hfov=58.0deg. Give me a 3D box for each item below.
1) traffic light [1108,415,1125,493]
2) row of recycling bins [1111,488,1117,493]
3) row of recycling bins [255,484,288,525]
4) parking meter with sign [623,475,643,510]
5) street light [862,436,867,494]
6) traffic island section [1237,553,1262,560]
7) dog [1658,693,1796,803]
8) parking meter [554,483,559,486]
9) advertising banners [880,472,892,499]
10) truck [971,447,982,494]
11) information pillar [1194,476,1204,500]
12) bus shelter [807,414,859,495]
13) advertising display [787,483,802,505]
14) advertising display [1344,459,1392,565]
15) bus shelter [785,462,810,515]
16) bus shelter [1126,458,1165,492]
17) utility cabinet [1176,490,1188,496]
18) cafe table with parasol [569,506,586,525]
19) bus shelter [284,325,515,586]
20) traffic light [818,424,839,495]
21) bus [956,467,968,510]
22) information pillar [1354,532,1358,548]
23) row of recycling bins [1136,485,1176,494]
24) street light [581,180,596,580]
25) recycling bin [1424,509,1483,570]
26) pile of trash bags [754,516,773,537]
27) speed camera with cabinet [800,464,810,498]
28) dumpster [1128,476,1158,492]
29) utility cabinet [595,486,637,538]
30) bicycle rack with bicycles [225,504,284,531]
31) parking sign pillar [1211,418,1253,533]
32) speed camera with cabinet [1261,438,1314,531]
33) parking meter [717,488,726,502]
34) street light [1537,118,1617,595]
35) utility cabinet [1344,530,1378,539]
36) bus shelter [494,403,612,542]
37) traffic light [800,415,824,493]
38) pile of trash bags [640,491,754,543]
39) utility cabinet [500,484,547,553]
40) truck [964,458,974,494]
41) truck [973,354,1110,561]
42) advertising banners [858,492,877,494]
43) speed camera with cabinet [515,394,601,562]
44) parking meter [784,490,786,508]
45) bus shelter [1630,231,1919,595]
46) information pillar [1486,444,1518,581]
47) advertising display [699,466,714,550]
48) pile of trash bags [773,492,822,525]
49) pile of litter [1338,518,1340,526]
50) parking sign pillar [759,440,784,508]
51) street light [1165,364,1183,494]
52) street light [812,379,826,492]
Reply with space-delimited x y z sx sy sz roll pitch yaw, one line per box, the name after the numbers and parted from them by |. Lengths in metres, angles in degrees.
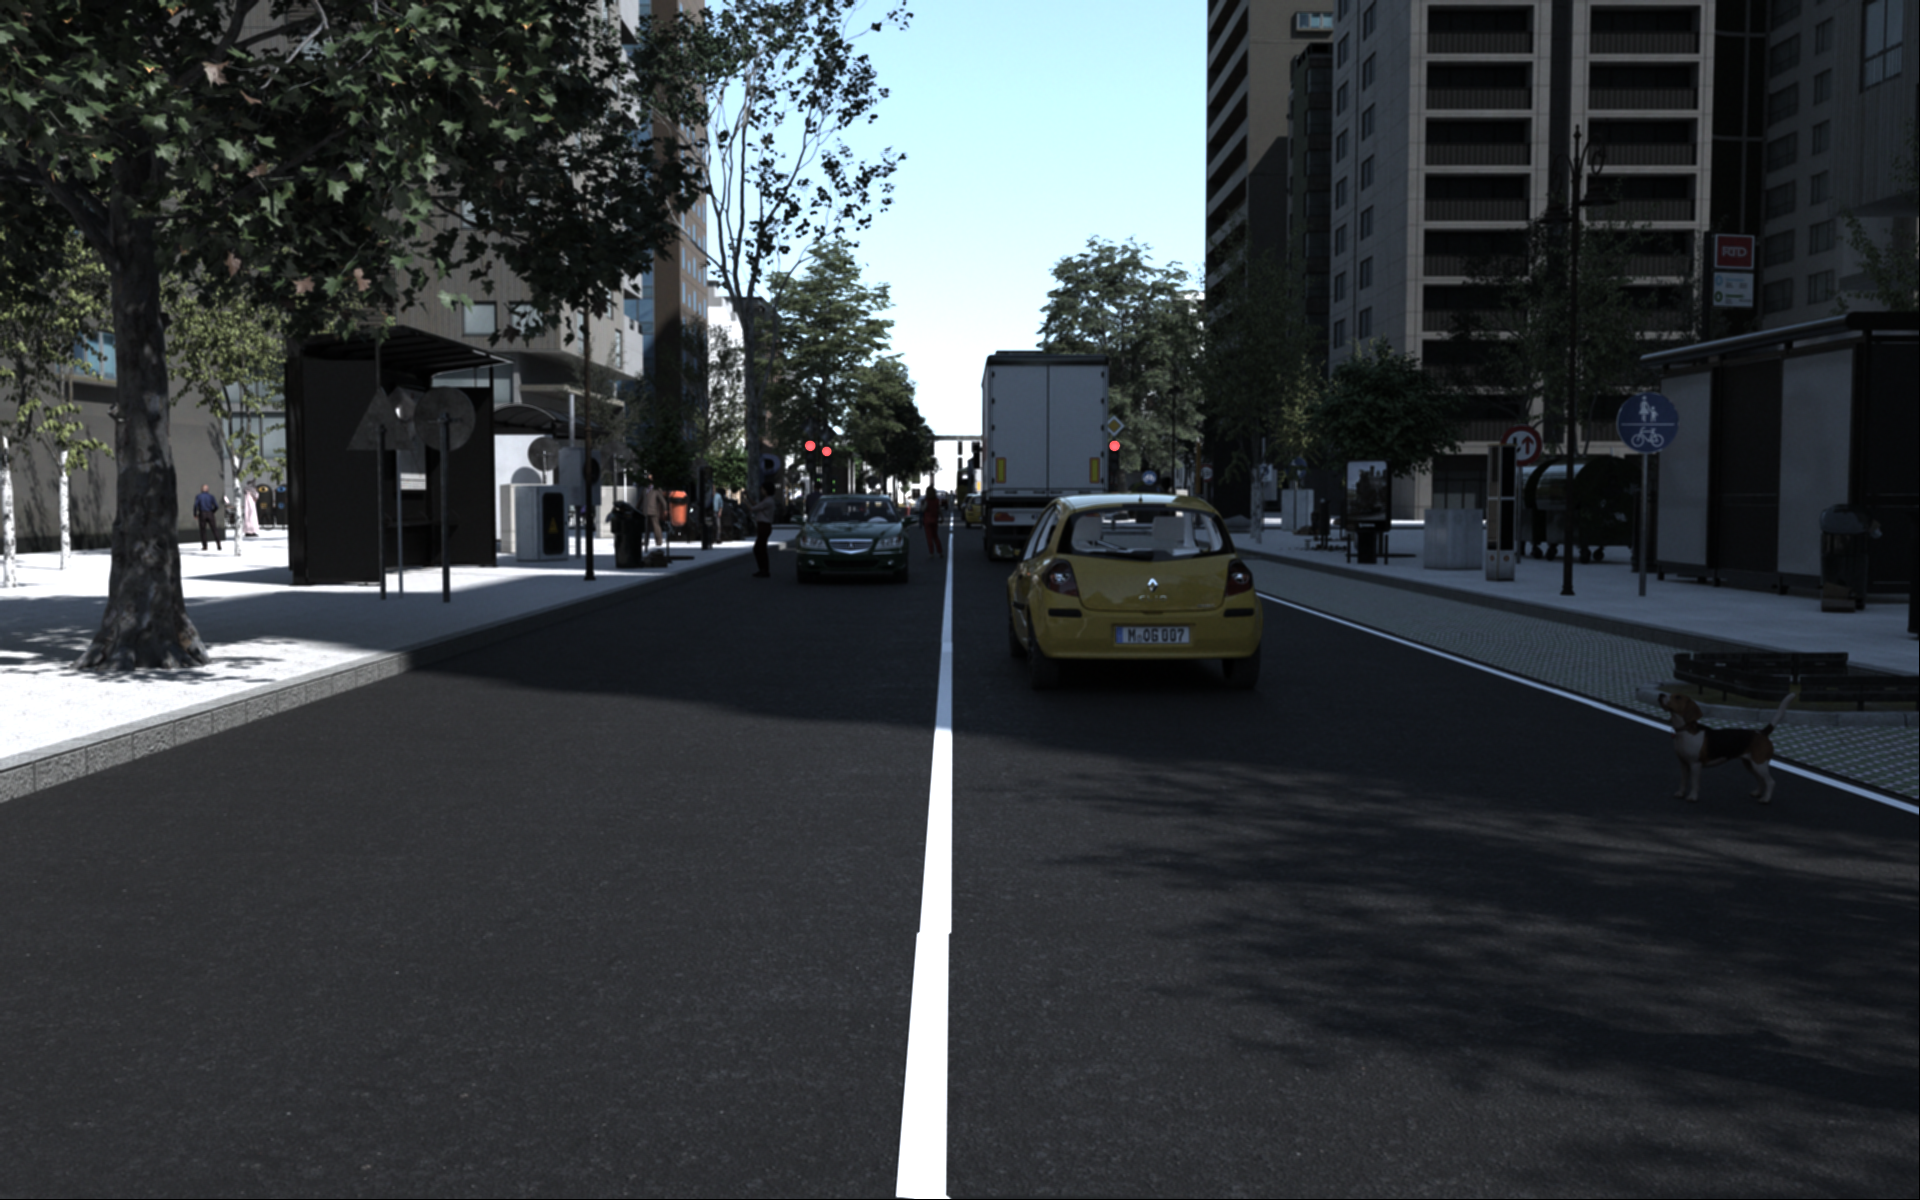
5.428 -4.431 61.370 0.839 4.253 0.868 0 4 0 | traffic light
10.336 -6.713 116.874 3.534 1.692 1.069 1 4 22 | row of recycling bins
-27.361 -3.922 71.232 3.534 1.692 1.069 0 4 6 | row of recycling bins
-12.800 -4.505 69.912 1.738 3.016 0.543 -2 4 -35 | parking meter with sign
-5.877 -8.267 107.945 0.468 5.910 1.993 0 4 0 | street light
5.559 -0.958 38.532 1.991 0.108 1.994 0 4 0 | traffic island section
3.572 0.685 8.090 0.540 0.507 0.406 -3 5 -40 | dog
-8.380 -1.684 35.939 0.372 1.533 0.369 0 3 0 | parking meter
-5.919 -8.666 137.880 0.090 3.025 2.074 -2 4 -30 | advertising banners
2.107 -7.311 108.452 2.839 4.237 11.283 0 4 1 | truck
9.968 -4.145 72.268 0.304 2.012 0.304 -2 4 -25 | information pillar
-6.314 -6.618 85.836 2.179 5.291 8.768 0 4 0 | bus shelter
-9.661 -5.879 101.331 0.974 1.923 0.123 -3 5 -40 | advertising display
7.486 -1.626 31.794 0.123 1.923 0.974 -3 4 -39 | advertising display
-9.911 -7.143 110.719 2.014 3.302 5.546 0 3 0 | bus shelter
10.399 -6.438 99.177 2.014 3.302 5.546 0 3 0 | bus shelter
10.797 -4.746 86.280 1.173 1.500 0.318 -2 4 -29 | utility cabinet
-15.807 -4.056 71.187 2.610 1.966 2.610 1 4 16 | cafe table with parasol
-8.598 -2.197 27.200 1.731 3.624 6.357 0 4 0 | bus shelter
-5.286 -4.916 69.295 0.839 4.253 0.868 0 4 0 | traffic light
1.101 -10.039 155.676 2.896 3.916 12.252 0 4 1 | bus
9.540 -2.245 41.203 0.304 2.012 0.304 1 4 9 | information pillar
8.733 -4.301 77.430 1.069 1.692 3.534 2 4 27 | row of recycling bins
-5.517 -3.232 25.637 0.468 5.910 1.993 0 4 0 | street light
8.416 -1.040 29.551 0.722 1.027 0.722 -1 4 -22 | recycling bin
-7.716 -2.603 52.309 3.447 1.369 1.912 2 4 25 | pile of trash bags
-8.612 -6.712 104.071 2.038 3.252 0.660 2 4 29 | speed camera with cabinet
10.066 -5.681 95.378 1.502 2.255 1.985 0 4 0 | dumpster
-9.918 -2.528 50.015 1.173 1.500 0.318 -3 4 -38 | utility cabinet
-25.152 -2.877 60.423 2.852 0.926 2.925 1 4 16 | bicycle rack with bicycles
8.968 -4.198 57.107 1.447 3.967 1.447 0 4 2 | parking sign pillar
11.323 -4.052 60.586 2.038 3.252 0.660 2 4 34 | speed camera with cabinet
-9.548 -3.731 69.411 0.372 1.533 0.369 0 3 0 | parking meter
7.722 -3.000 21.836 0.468 5.910 1.993 0 4 0 | street light
11.651 -2.392 50.265 0.306 1.237 1.020 -3 4 -37 | utility cabinet
-9.872 -2.907 41.461 2.014 3.302 5.546 0 4 0 | bus shelter
-5.253 -4.427 61.310 0.839 4.253 0.868 0 4 0 | traffic light
-7.057 -2.252 46.572 1.912 1.369 3.447 1 4 11 | pile of trash bags
-9.499 -1.776 37.721 0.318 1.500 1.173 2 4 28 | utility cabinet
1.897 -9.177 138.961 2.839 4.237 11.283 0 4 -2 | truck
1.758 -3.149 40.399 2.839 4.237 11.283 0 3 0 | truck
-6.232 -6.975 110.228 2.074 3.025 0.090 -2 4 -32 | advertising banners
-7.792 -2.404 33.644 0.660 3.252 2.038 2 4 24 | speed camera with cabinet
-10.099 -5.535 98.904 0.372 1.533 0.369 0 3 0 | parking meter
11.195 -2.849 24.215 2.179 5.291 8.768 0 4 0 | bus shelter
7.983 -1.288 25.543 0.304 2.012 0.304 -1 4 -19 | information pillar
-5.846 -2.125 39.965 0.123 1.923 0.974 0 4 4 | advertising display
-7.326 -3.900 73.509 3.447 1.369 1.912 -2 4 -34 | pile of trash bags
15.833 -3.494 71.098 1.719 0.858 1.176 -1 4 -23 | pile of litter
-9.153 -5.814 83.528 1.447 3.967 1.447 0 4 -5 | parking sign pillar
7.487 -5.377 60.695 0.468 5.910 1.993 0 4 0 | street light
-5.657 -5.920 69.572 0.468 5.910 1.993 0 4 0 | street light
